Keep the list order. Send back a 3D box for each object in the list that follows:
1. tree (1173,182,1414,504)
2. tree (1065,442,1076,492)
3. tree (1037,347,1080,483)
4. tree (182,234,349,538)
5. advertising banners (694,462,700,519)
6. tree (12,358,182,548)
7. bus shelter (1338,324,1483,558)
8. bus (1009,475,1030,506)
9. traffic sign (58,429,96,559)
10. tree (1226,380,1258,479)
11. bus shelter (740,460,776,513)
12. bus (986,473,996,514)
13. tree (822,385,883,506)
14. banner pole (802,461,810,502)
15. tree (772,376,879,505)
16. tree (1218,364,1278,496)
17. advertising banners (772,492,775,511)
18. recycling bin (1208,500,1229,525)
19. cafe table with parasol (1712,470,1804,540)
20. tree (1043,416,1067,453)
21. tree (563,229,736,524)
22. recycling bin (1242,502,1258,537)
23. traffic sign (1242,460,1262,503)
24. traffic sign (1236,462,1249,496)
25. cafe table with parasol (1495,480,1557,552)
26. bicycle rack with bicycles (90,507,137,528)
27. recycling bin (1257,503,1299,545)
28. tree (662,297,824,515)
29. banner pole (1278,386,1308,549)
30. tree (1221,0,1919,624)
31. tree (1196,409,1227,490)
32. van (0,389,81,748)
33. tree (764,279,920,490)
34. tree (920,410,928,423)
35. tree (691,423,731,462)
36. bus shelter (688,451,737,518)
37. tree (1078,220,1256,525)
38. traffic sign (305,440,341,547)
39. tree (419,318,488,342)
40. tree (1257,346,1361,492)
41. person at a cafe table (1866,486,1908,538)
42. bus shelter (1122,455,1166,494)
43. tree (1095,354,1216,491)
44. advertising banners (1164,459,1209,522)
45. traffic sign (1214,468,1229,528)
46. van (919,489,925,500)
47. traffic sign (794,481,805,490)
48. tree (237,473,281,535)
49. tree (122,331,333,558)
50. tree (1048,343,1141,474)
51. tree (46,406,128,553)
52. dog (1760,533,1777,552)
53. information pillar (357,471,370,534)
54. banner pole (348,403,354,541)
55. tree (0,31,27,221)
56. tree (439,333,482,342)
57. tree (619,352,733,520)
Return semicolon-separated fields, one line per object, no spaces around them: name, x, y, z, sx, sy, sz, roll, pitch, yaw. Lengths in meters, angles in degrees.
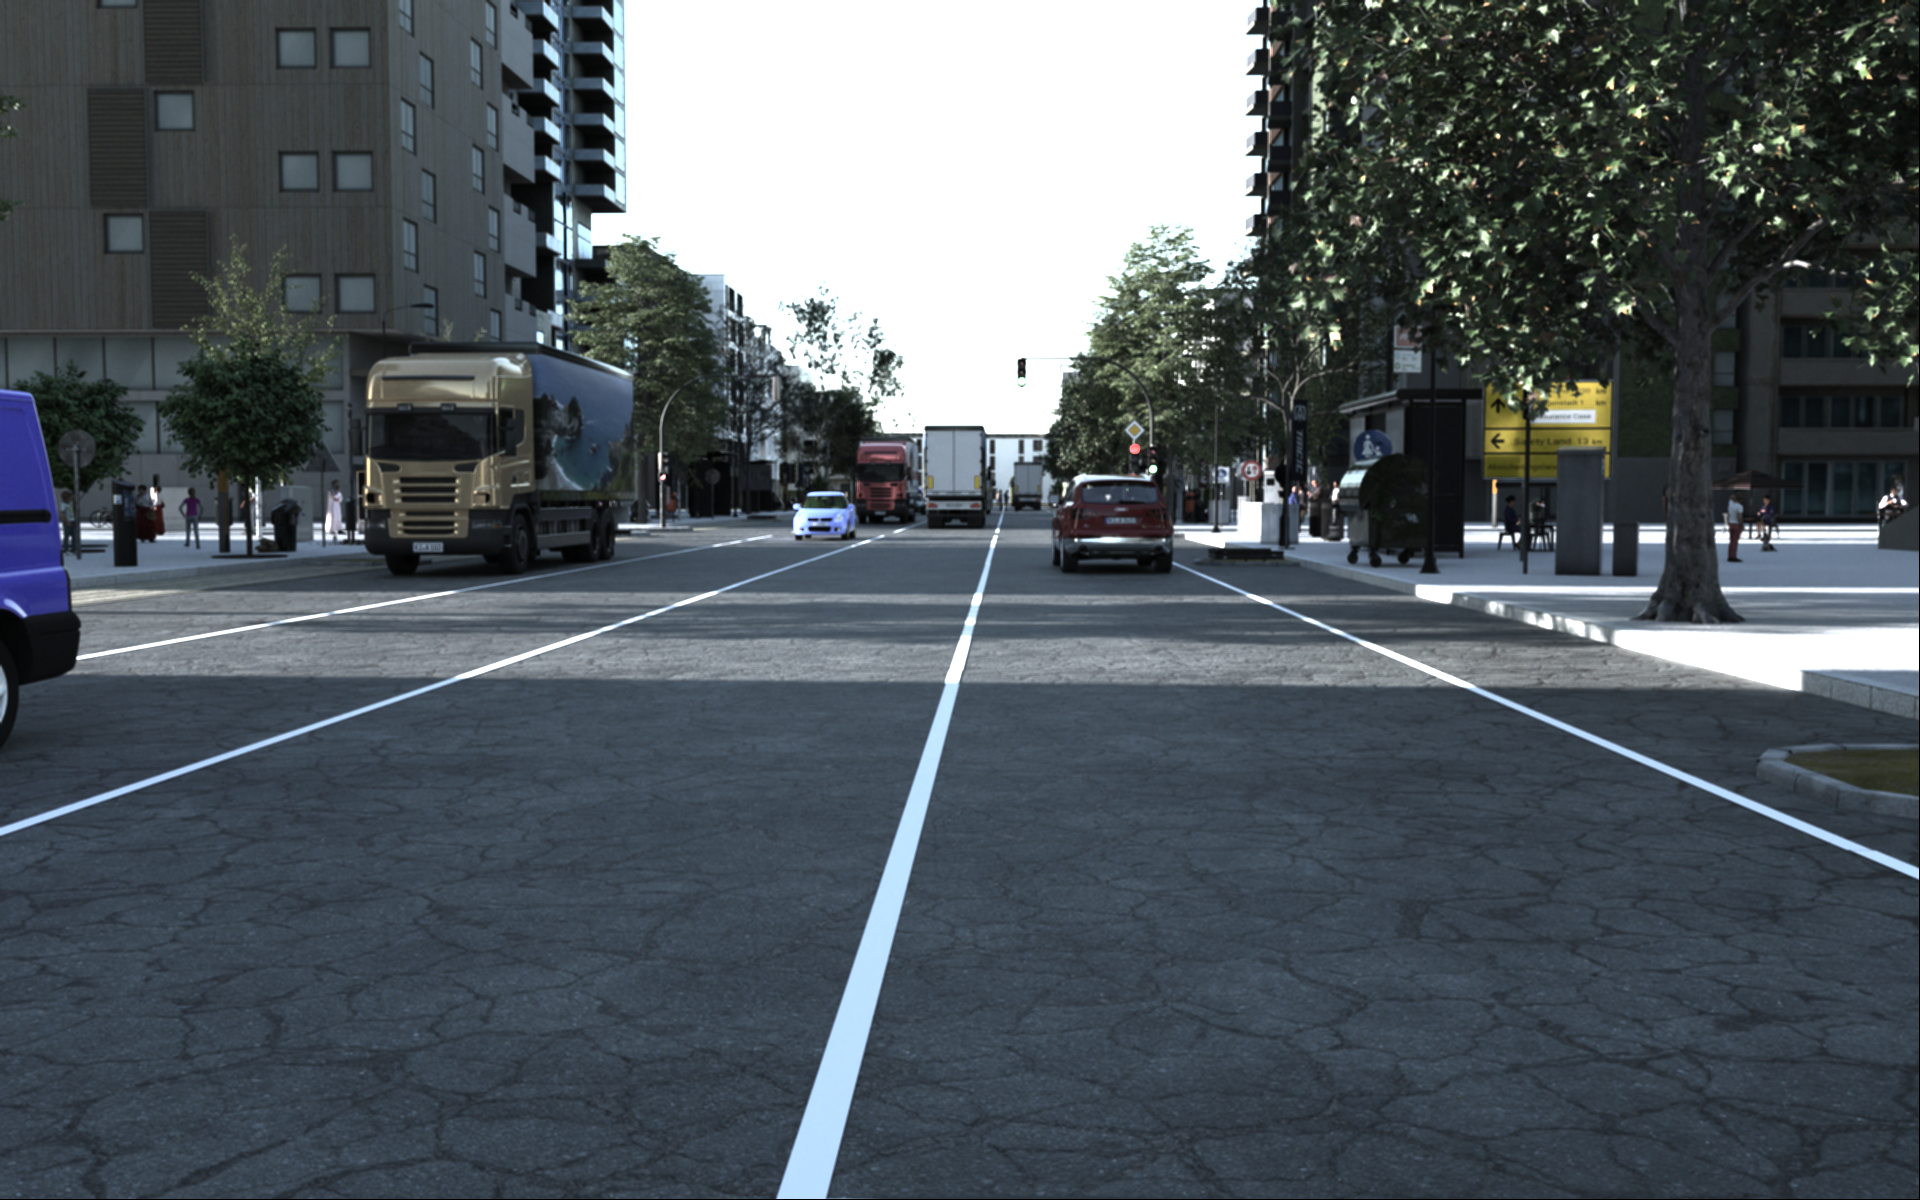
tree;9.585;-7.047;49.636;7.601;10.594;8.767;2;4;28
tree;12.500;-12.817;159.923;4.360;8.622;3.978;0;3;0
tree;9.864;-11.273;101.320;9.611;12.733;9.660;0;3;0
tree;-20.142;-6.106;50.194;4.737;8.622;4.395;0;3;0
advertising banners;-13.905;-5.835;91.593;0.090;3.025;2.074;-1;4;-15
tree;-21.446;-3.556;41.858;4.285;4.588;4.351;0;3;0
bus shelter;9.837;-3.734;38.676;2.179;5.291;8.768;0;4;1
bus;7.337;-13.201;207.385;2.896;3.916;12.252;0;4;1
traffic sign;-17.320;-2.071;33.970;0.768;2.556;0.104;0;4;3
tree;16.333;-8.291;85.920;4.737;8.622;4.395;0;3;0
bus shelter;-14.202;-8.007;122.195;1.731;3.624;6.357;0;4;2
bus;0.848;-7.940;124.682;2.948;3.499;13.247;0;4;4
tree;-11.274;-16.039;180.367;7.486;12.596;7.792;0;3;0
banner pole;-11.660;-8.619;130.944;0.863;3.779;0.401;-3;5;-41
tree;-11.630;-12.439;137.782;7.601;10.594;8.767;-3;5;-40
tree;14.973;-8.630;91.463;4.360;8.622;3.978;0;3;0
advertising banners;-14.209;-8.077;128.240;0.090;3.025;2.074;-2;4;-33
recycling bin;10.805;-3.654;72.297;0.722;1.027;0.722;0;4;-6
cafe table with parasol;22.482;-2.712;49.207;2.610;1.966;2.610;3;4;37
tree;13.856;-17.258;207.926;9.928;11.665;9.643;0;3;0
tree;-13.409;-9.582;74.797;7.486;12.596;7.792;0;3;0
recycling bin;8.893;-2.392;51.670;0.722;1.027;0.722;3;4;37
traffic sign;10.946;-3.972;65.049;0.768;2.556;0.104;0;4;3
traffic sign;11.174;-4.140;67.788;0.768;2.556;0.104;0;4;3
cafe table with parasol;13.110;-2.092;39.065;2.610;1.966;2.610;-1;4;-13
bicycle rack with bicycles;-32.312;-3.296;67.278;2.925;0.926;2.852;0;4;-6
recycling bin;8.210;-1.952;44.471;0.722;1.027;0.722;-2;4;-31
tree;-13.465;-12.123;108.579;12.009;13.543;11.850;0;3;0
banner pole;7.793;-3.078;40.339;0.863;3.779;0.401;-2;4;-34
tree;7.319;-6.135;17.317;9.611;12.733;9.660;0;3;0
tree;17.880;-10.135;116.074;4.737;8.622;4.395;0;3;0
van;-6.219;-0.204;7.715;2.240;2.365;5.245;0;4;1
tree;-10.878;-18.044;150.908;12.611;20.169;13.585;0;3;0
tree;-10.317;-21.490;207.247;12.611;20.169;13.585;0;3;0
tree;-19.944;-11.326;135.539;4.360;8.622;3.978;0;3;0
bus shelter;-13.806;-6.458;96.871;1.731;3.624;6.357;0;4;2
tree;8.423;-9.454;72.692;7.486;12.596;7.792;0;3;0
traffic sign;-15.328;-2.548;41.670;0.884;2.594;0.081;0;4;3
tree;-20.715;-7.435;71.927;4.360;8.622;3.978;0;3;0
tree;16.794;-7.986;80.933;4.737;8.622;4.395;0;3;0
person at a cafe table;26.931;-2.517;49.665;1.698;1.524;1.622;0;4;-2
bus shelter;9.792;-6.000;92.026;2.014;3.302;5.546;0;4;2
tree;9.641;-8.286;85.831;4.360;8.622;3.978;0;3;0
advertising banners;10.422;-5.091;79.431;2.074;3.025;0.090;1;4;13
traffic sign;9.928;-3.893;65.779;0.606;2.300;0.079;0;4;7
van;-5.090;-11.660;195.031;2.240;2.365;5.245;0;4;3
traffic sign;-12.247;-8.095;132.353;0.884;2.594;0.081;1;4;9
tree;-22.198;-3.696;55.038;1.663;3.219;1.824;0;3;0
tree;-14.477;-3.144;35.122;4.285;4.588;4.351;0;3;0
tree;11.445;-13.192;126.053;12.009;13.543;11.850;0;3;0
tree;-19.572;-2.665;38.181;1.663;3.219;1.824;0;3;0
dog;18.222;-1.296;38.923;0.748;0.427;0.550;-1;4;-16
information pillar;-19.216;-3.142;55.859;0.304;2.012;0.304;0;4;8
banner pole;-16.625;-3.501;47.254;0.401;3.779;0.863;-1;4;-14
tree;-15.454;-6.313;21.350;7.486;12.596;7.792;0;3;0
tree;-22.069;-7.785;77.653;4.737;8.622;4.395;0;3;0
tree;-13.463;-8.185;84.194;4.737;8.622;4.395;0;3;0
